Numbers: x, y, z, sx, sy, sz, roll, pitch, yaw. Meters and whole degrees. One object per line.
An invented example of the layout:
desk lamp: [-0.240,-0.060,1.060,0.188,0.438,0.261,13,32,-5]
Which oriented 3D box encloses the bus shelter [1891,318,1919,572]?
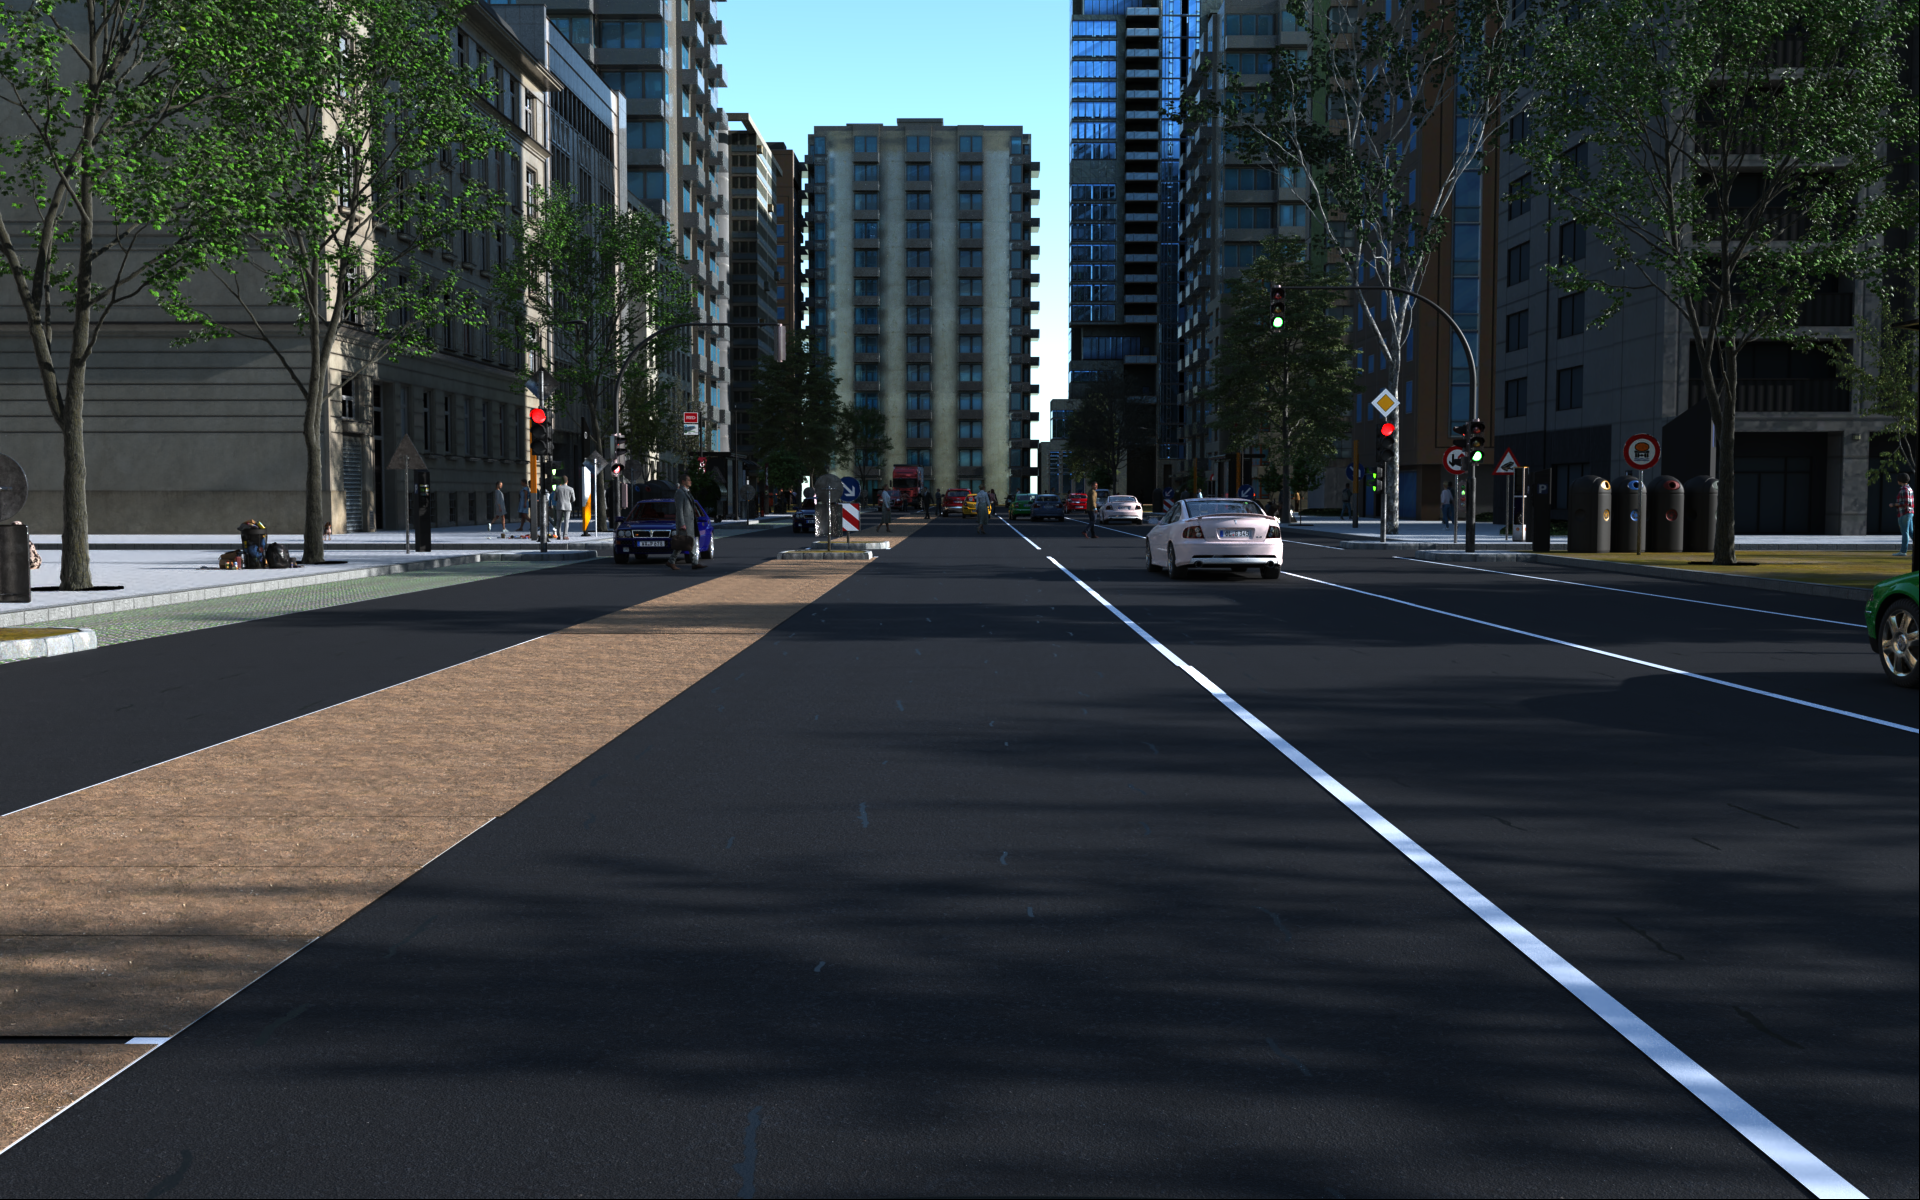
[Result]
bus shelter: [13.665,-1.810,20.883,1.731,3.624,6.357,0,4,0]

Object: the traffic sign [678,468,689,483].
traffic sign: [-12.866,-5.001,81.771,0.884,2.594,0.081,0,4,7]

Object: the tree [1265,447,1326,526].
tree: [13.654,-4.599,69.787,1.663,3.219,1.824,0,3,0]

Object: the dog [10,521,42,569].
dog: [-16.011,-0.933,29.630,0.513,0.831,0.800,-2,4,-28]

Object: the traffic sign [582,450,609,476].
traffic sign: [-10.902,-3.182,51.759,0.795,2.593,0.064,0,4,5]

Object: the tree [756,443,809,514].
tree: [-11.263,-7.767,110.696,4.285,4.588,4.351,0,3,0]

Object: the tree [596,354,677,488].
tree: [-17.108,-8.789,94.060,4.737,8.622,4.395,0,3,0]

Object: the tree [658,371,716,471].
tree: [-16.271,-9.354,103.302,4.360,8.622,3.978,0,3,0]

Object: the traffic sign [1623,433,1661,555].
traffic sign: [14.304,-2.221,36.422,0.768,2.556,0.104,0,4,5]

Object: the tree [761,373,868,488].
tree: [-10.926,-11.911,129.154,8.767,10.594,7.601,0,4,5]

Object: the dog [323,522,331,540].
dog: [-17.557,-1.911,48.069,0.540,0.507,0.406,2,4,24]

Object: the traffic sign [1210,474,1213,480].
traffic sign: [15.199,-6.276,102.719,0.768,2.556,0.104,0,4,2]

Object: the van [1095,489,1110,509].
van: [11.632,-8.371,143.884,2.013,2.044,4.112,0,4,0]

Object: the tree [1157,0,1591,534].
tree: [12.437,-12.198,55.334,12.611,20.169,13.585,0,3,0]

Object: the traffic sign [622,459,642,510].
traffic sign: [-12.017,-3.873,63.433,0.768,2.556,0.104,0,4,6]

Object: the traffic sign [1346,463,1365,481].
traffic sign: [15.760,-4.223,69.149,0.768,2.556,0.104,0,4,2]

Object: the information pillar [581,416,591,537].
information pillar: [-11.336,-3.740,52.501,0.183,3.616,0.504,1,4,10]

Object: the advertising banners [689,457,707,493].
advertising banners: [-12.726,-5.188,81.012,2.074,3.025,0.090,-3,4,-36]

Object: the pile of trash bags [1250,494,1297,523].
pile of trash bags: [13.813,-4.214,78.653,1.912,1.369,3.447,-1,4,-19]

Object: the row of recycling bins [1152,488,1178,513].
row of recycling bins: [14.736,-6.833,118.832,3.534,1.692,1.069,3,4,39]

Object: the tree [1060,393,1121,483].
tree: [14.825,-16.913,194.650,7.486,12.596,7.792,0,3,0]

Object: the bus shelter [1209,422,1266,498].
bus shelter: [14.897,-7.149,94.512,2.179,5.291,8.768,0,4,0]

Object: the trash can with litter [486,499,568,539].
trash can with litter: [-12.551,-2.389,50.126,2.233,1.210,1.678,0,4,-5]

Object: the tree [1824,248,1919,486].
tree: [27.539,-6.090,49.929,4.737,8.622,4.395,0,3,0]

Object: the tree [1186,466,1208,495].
tree: [14.418,-6.868,106.895,1.663,3.219,1.824,0,3,0]

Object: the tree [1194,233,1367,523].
tree: [14.180,-9.669,76.213,7.486,12.596,7.792,0,3,0]

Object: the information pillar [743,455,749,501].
information pillar: [-12.787,-6.832,103.063,0.504,3.616,0.183,-1,4,-13]

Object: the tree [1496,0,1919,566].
tree: [13.665,-6.439,31.036,9.928,11.665,9.643,0,3,0]

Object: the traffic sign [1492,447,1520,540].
traffic sign: [15.199,-2.940,48.077,0.884,2.594,0.081,0,4,7]

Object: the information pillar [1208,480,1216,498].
information pillar: [13.318,-5.334,91.699,0.304,2.012,0.304,-3,5,-41]

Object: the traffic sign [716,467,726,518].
traffic sign: [-11.424,-4.981,81.442,0.884,2.594,0.081,0,4,1]

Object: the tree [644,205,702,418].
tree: [-12.256,-8.098,58.165,9.928,11.665,9.643,0,3,0]

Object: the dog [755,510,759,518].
dog: [-11.051,-4.610,93.107,0.550,0.427,0.748,3,5,43]

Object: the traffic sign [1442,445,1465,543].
traffic sign: [12.945,-2.757,45.178,0.768,2.556,0.104,0,4,1]

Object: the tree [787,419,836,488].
tree: [-11.804,-11.514,138.619,4.360,8.622,3.978,0,3,0]

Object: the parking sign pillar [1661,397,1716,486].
parking sign pillar: [19.623,-3.559,46.667,1.447,3.967,1.447,3,5,42]

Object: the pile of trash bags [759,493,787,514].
pile of trash bags: [-12.514,-6.476,115.638,1.912,1.369,3.447,0,4,-2]

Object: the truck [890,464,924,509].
truck: [-4.961,-10.770,164.998,2.839,4.237,11.283,0,4,2]

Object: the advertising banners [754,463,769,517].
advertising banners: [-11.054,-6.140,96.576,0.090,3.025,2.074,1,4,17]

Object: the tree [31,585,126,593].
tree: [-11.837,-5.921,22.572,9.928,11.665,9.643,0,3,0]

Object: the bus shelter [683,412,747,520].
bus shelter: [-12.380,-6.702,87.217,2.179,5.291,8.768,0,4,1]

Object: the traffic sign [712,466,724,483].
traffic sign: [-11.396,-4.918,80.407,0.884,2.594,0.081,0,4,6]

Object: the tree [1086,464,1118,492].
tree: [14.933,-12.049,180.718,4.285,4.588,4.351,0,3,0]

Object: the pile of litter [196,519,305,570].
pile of litter: [-12.253,-0.973,29.878,1.719,0.858,1.176,-1,4,-15]

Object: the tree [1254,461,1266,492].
tree: [15.896,-5.708,87.931,1.663,3.219,1.824,0,3,0]

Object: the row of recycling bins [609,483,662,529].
row of recycling bins: [-12.355,-3.593,65.853,1.069,1.692,3.534,1,4,15]

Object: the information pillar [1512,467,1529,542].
information pillar: [15.101,-2.579,46.651,0.304,2.012,0.304,3,5,43]

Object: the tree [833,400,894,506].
tree: [-10.768,-16.313,192.472,9.928,11.665,9.643,0,3,0]

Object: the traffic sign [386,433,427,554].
traffic sign: [-11.873,-2.273,37.174,0.884,2.594,0.081,0,4,1]

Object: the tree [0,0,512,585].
tree: [-11.744,-6.465,31.450,9.928,11.665,9.643,0,3,0]

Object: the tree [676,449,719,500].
tree: [-11.391,-4.863,74.114,1.663,3.219,1.824,0,3,0]

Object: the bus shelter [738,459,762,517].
bus shelter: [-12.582,-6.399,98.550,2.014,3.302,5.546,0,4,1]

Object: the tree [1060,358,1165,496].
tree: [13.904,-15.025,156.026,12.009,13.543,11.850,0,3,0]

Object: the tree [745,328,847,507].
tree: [-11.287,-12.263,118.635,7.486,12.596,7.792,0,3,0]

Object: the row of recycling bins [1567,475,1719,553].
row of recycling bins: [15.104,-1.901,38.198,3.534,1.692,1.069,-1,4,-9]
